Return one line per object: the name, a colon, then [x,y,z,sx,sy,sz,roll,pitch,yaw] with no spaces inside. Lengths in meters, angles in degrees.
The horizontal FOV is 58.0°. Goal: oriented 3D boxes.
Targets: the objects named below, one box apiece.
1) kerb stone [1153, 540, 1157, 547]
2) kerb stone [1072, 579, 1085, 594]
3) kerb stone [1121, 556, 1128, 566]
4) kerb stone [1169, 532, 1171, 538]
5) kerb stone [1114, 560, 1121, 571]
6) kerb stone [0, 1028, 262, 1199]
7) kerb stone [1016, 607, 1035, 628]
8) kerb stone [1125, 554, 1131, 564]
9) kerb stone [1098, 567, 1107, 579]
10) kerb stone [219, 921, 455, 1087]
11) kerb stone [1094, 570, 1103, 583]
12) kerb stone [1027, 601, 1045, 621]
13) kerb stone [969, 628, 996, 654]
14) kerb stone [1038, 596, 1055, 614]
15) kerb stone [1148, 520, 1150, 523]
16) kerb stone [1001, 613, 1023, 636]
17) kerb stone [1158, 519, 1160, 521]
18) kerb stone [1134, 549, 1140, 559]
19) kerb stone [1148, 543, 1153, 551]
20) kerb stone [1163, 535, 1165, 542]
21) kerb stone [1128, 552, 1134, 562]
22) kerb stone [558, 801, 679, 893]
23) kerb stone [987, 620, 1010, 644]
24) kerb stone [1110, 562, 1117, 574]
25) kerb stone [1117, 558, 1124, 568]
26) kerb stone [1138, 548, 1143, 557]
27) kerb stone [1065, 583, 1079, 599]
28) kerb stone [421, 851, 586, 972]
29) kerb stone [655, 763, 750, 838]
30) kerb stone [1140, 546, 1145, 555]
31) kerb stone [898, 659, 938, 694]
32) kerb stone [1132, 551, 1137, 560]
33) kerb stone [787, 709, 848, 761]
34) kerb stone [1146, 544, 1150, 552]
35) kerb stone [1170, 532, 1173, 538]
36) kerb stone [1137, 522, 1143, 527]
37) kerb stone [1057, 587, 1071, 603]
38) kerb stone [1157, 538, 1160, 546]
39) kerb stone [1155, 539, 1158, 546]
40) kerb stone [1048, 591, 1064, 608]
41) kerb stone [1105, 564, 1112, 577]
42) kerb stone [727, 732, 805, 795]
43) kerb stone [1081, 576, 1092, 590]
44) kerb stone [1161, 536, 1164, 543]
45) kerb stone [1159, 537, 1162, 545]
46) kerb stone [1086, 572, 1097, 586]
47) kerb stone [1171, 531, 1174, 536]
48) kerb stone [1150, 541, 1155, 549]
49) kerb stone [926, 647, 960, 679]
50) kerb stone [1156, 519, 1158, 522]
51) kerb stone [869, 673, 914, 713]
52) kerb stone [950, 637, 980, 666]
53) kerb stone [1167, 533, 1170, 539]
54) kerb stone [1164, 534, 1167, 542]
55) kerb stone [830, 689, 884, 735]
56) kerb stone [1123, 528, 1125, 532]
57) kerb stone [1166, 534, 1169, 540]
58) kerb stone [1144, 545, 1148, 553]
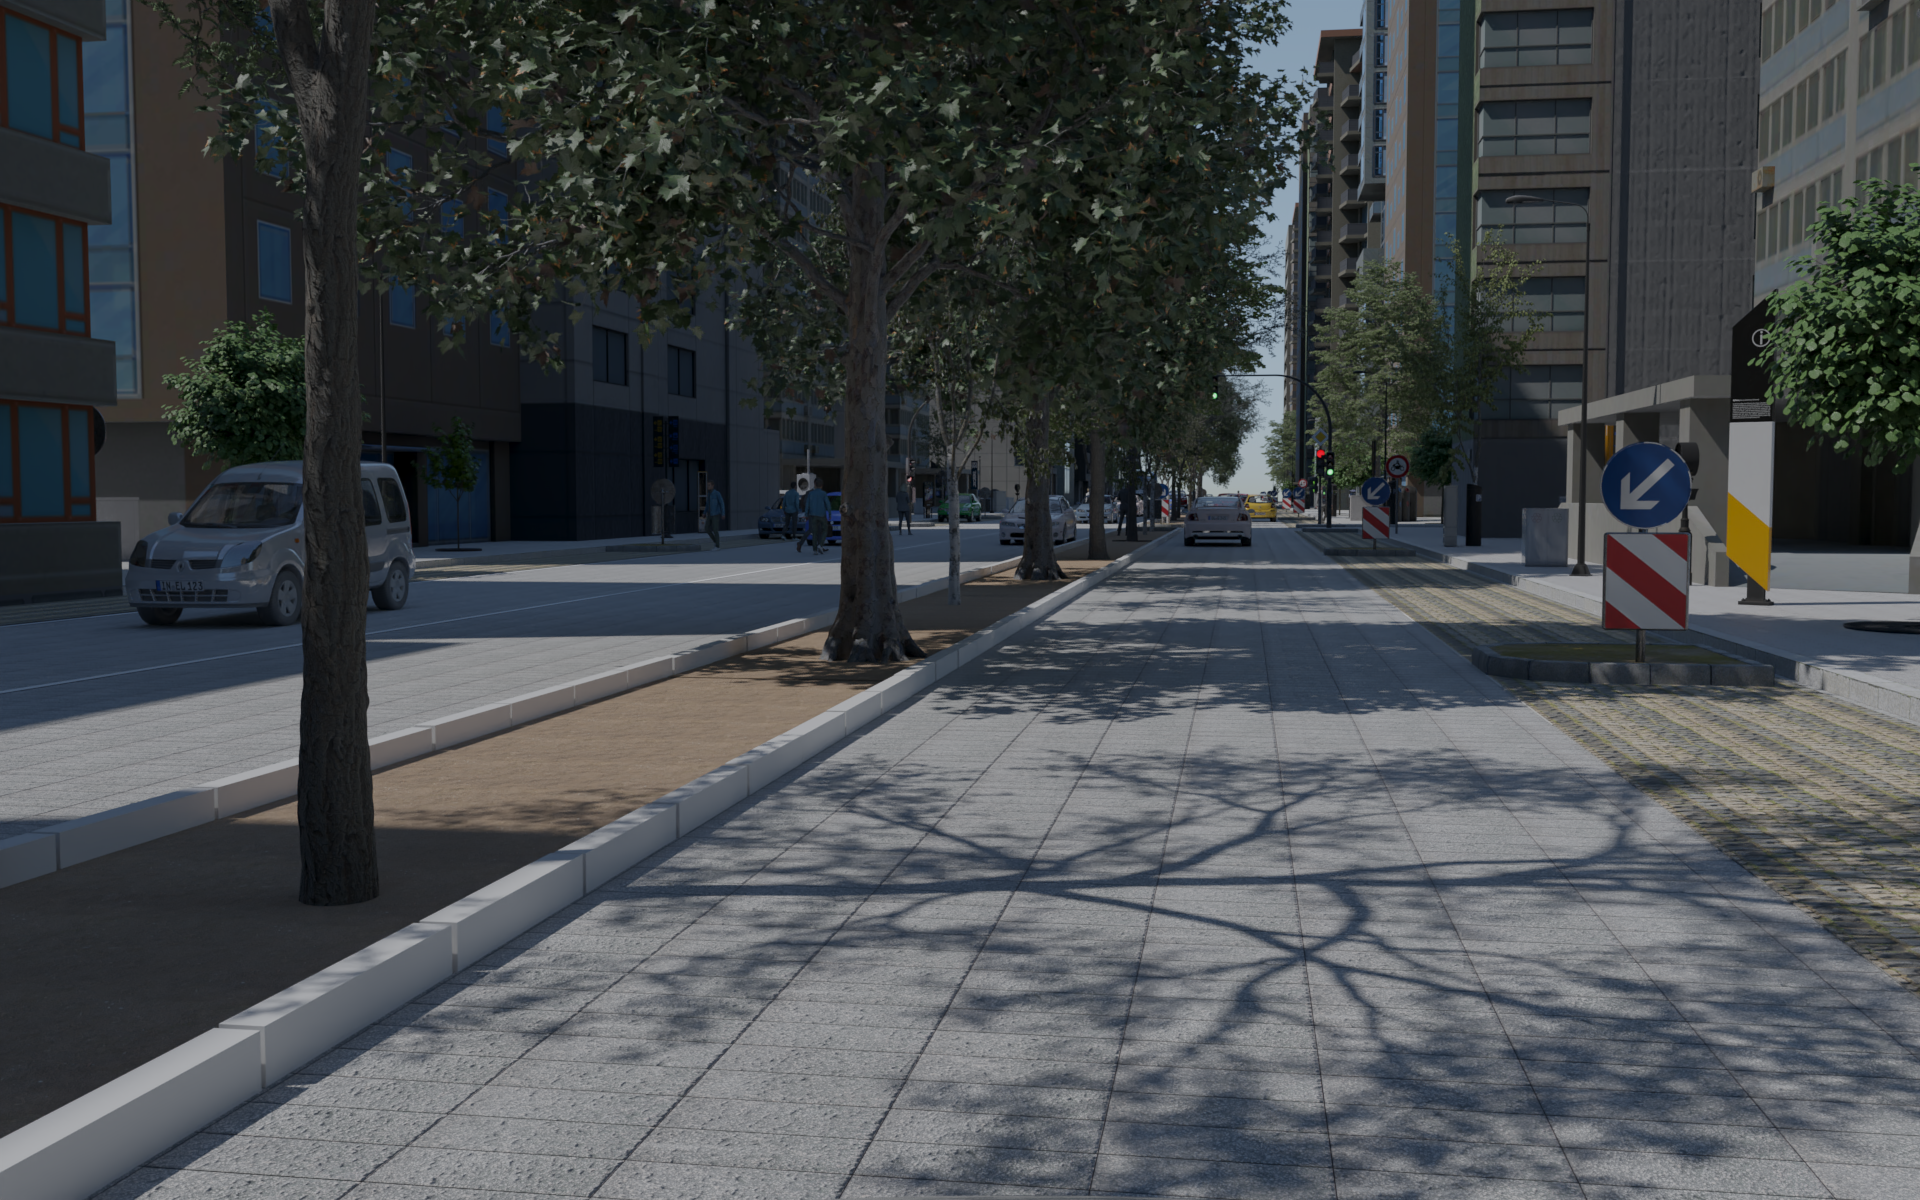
kerb stone: [4.975,-1.405,45.172,0.120,0.150,1.000,1,4,9]
kerb stone: [1.658,-0.167,24.929,0.120,0.150,1.000,1,4,9]
kerb stone: [3.150,-0.724,34.034,0.120,0.150,1.000,1,4,9]
kerb stone: [6.458,-1.961,54.295,0.120,0.150,1.000,1,4,9]
kerb stone: [2.825,-0.600,31.998,0.120,0.150,1.000,1,4,9]
kerb stone: [-1.816,1.136,3.670,0.120,0.150,1.000,1,4,9]
kerb stone: [0.670,0.209,18.845,0.120,0.150,1.000,1,4,9]
kerb stone: [3.321,-0.784,35.042,0.120,0.150,1.000,1,4,9]
kerb stone: [2.322,-0.414,28.969,0.120,0.150,1.000,1,4,9]
kerb stone: [-1.654,1.071,4.680,0.120,0.150,1.000,1,4,9]
kerb stone: [2.161,-0.352,27.958,0.120,0.150,1.000,1,4,9]
kerb stone: [0.833,0.145,19.854,0.120,0.150,1.000,1,4,9]
kerb stone: [0.175,0.391,15.809,0.120,0.150,1.000,1,4,9]
kerb stone: [1.000,0.083,20.877,0.120,0.150,1.000,1,4,9]
kerb stone: [8.622,-3.560,80.452,0.120,0.150,1.000,1,4,9]
kerb stone: [0.501,0.267,17.836,0.120,0.150,1.000,1,4,9]
kerb stone: [10.766,-4.365,93.590,0.120,0.150,1.000,1,4,9]
kerb stone: [3.819,-0.964,38.081,0.120,0.150,1.000,1,4,9]
kerb stone: [4.646,-1.278,43.141,0.120,0.150,1.000,1,4,9]
kerb stone: [5.802,-1.715,50.232,0.120,0.150,1.000,1,4,9]
kerb stone: [3.478,-0.848,36.054,0.120,0.150,1.000,1,4,9]
kerb stone: [-1.319,0.953,6.711,0.120,0.150,1.000,1,4,9]
kerb stone: [0.338,0.332,16.818,0.120,0.150,1.000,1,4,9]
kerb stone: [2.663,-0.532,30.989,0.120,0.150,1.000,1,4,9]
kerb stone: [2.991,-0.660,33.024,0.120,0.150,1.000,1,4,9]
kerb stone: [3.980,-1.034,39.097,0.120,0.150,1.000,1,4,9]
kerb stone: [1.497,-0.104,23.909,0.120,0.150,1.000,1,4,9]
kerb stone: [-1.484,1.010,5.689,0.120,0.150,1.000,1,4,9]
kerb stone: [-1.147,0.889,7.719,0.120,0.150,1.000,1,4,9]
kerb stone: [4.146,-1.095,40.106,0.120,0.150,1.000,1,4,9]
kerb stone: [-0.329,0.576,12.777,0.120,0.150,1.000,1,4,9]
kerb stone: [3.645,-0.910,37.073,0.120,0.150,1.000,1,4,9]
kerb stone: [-0.819,0.766,9.740,0.120,0.150,1.000,1,4,9]
kerb stone: [4.472,-1.219,42.133,0.120,0.150,1.000,1,4,9]
kerb stone: [6.633,-2.025,55.310,0.120,0.150,1.000,1,4,9]
kerb stone: [8.124,-3.377,77.427,0.120,0.150,1.000,1,4,9]
kerb stone: [1.329,-0.042,22.901,0.120,0.150,1.000,1,4,9]
kerb stone: [5.306,-1.528,47.204,0.120,0.150,1.000,1,4,9]
kerb stone: [5.139,-1.460,46.189,0.120,0.150,1.000,1,4,9]
kerb stone: [1.166,0.019,21.891,0.120,0.150,1.000,1,4,9]
kerb stone: [2.493,-0.475,29.980,0.120,0.150,1.000,1,4,9]
kerb stone: [-0.979,0.824,8.730,0.120,0.150,1.000,1,4,9]
kerb stone: [1.831,-0.229,25.939,0.120,0.150,1.000,1,4,9]
kerb stone: [5.645,-1.653,49.221,0.120,0.150,1.000,1,4,9]
kerb stone: [5.470,-1.590,48.213,0.120,0.150,1.000,1,4,9]
kerb stone: [1.994,-0.291,26.948,0.120,0.150,1.000,1,4,9]
kerb stone: [6.801,-2.087,56.326,0.120,0.150,1.000,1,4,9]
kerb stone: [4.813,-1.343,44.149,0.120,0.150,1.000,1,4,9]
kerb stone: [-0.160,0.514,13.787,0.120,0.150,1.000,1,4,9]
kerb stone: [9.780,-3.995,87.519,0.120,0.150,1.000,1,4,9]
kerb stone: [-0.484,0.638,11.761,0.120,0.150,1.000,1,4,9]
kerb stone: [0.011,0.453,14.800,0.120,0.150,1.000,1,4,9]
kerb stone: [6.300,-1.901,53.277,0.120,0.150,1.000,1,4,9]
kerb stone: [5.973,-1.777,51.252,0.120,0.150,1.000,1,4,9]
kerb stone: [-0.652,0.700,10.748,0.120,0.150,1.000,1,4,9]
kerb stone: [5.882,-2.540,63.720,0.120,0.150,1.000,1,4,9]
kerb stone: [6.140,-1.835,52.260,0.120,0.150,1.000,1,4,9]
kerb stone: [4.314,-1.157,41.118,0.120,0.150,1.000,1,4,9]
